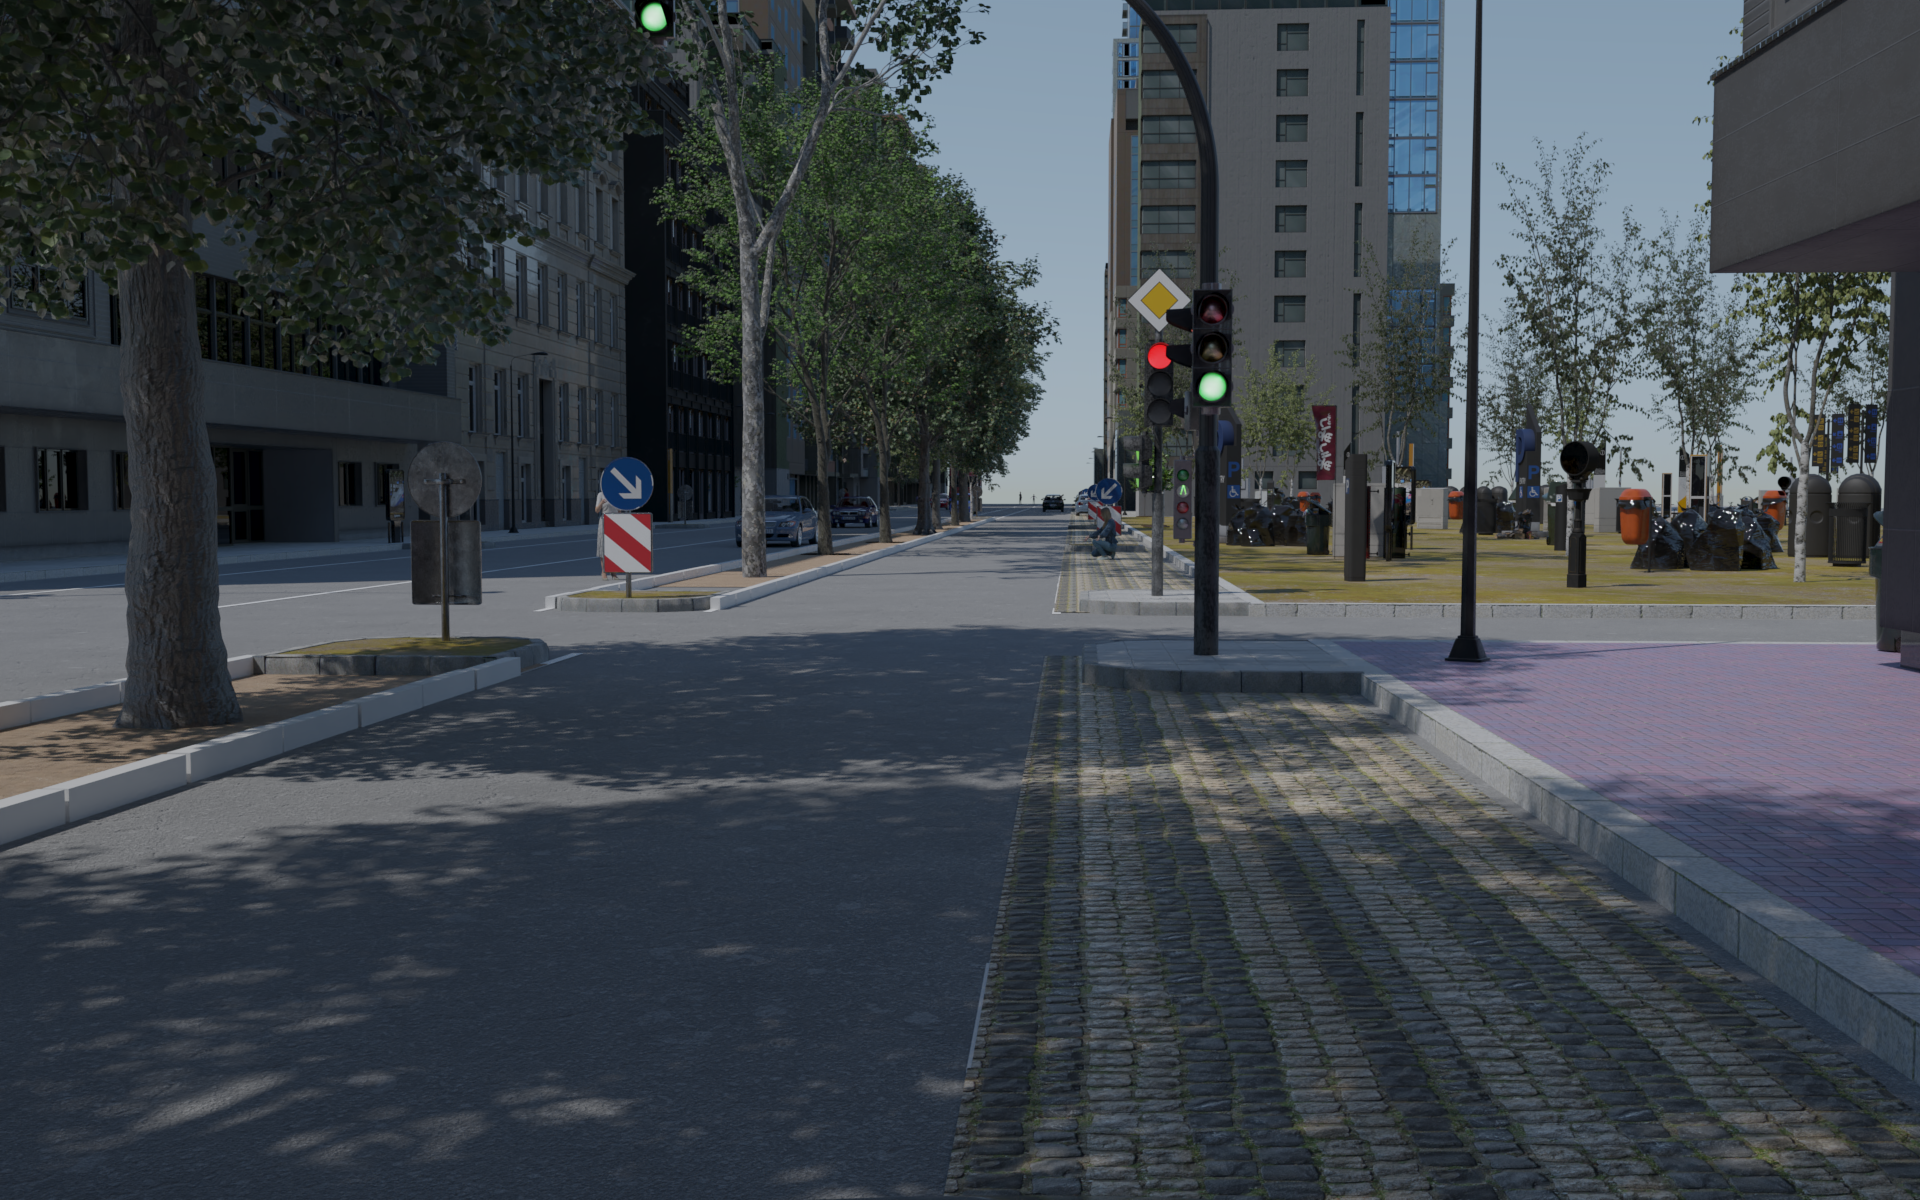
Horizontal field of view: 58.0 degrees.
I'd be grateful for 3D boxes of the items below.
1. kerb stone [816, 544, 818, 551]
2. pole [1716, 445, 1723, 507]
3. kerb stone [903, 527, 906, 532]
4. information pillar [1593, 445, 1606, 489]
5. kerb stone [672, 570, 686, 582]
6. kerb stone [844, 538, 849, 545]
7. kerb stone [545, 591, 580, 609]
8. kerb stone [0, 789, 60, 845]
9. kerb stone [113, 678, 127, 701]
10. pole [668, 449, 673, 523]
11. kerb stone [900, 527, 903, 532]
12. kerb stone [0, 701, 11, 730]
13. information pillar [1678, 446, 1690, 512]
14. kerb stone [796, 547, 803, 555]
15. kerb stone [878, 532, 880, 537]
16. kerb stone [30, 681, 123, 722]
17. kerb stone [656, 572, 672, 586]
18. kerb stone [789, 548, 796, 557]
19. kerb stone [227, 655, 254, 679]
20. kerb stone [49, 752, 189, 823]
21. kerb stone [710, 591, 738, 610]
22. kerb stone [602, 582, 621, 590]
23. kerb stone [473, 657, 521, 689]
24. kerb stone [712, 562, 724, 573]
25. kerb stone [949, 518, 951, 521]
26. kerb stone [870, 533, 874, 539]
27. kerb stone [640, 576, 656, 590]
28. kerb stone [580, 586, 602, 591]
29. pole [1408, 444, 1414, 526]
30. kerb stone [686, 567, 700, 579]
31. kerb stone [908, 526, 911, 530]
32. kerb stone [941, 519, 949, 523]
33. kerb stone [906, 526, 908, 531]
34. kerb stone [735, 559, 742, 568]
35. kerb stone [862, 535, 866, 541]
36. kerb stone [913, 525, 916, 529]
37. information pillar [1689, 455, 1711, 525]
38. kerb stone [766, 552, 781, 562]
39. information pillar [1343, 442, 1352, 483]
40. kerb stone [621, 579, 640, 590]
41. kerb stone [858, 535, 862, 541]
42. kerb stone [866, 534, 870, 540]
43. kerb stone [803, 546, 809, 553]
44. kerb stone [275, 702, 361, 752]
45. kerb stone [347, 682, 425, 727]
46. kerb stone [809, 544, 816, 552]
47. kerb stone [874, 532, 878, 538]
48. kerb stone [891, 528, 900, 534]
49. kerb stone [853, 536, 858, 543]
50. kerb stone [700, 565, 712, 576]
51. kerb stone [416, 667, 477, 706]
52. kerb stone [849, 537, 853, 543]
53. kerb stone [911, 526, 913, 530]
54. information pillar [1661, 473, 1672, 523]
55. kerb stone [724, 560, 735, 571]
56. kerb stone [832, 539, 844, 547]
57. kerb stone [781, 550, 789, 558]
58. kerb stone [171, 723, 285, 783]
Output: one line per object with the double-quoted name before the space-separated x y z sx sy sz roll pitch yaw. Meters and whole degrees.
"kerb stone" -3.664 -1.308 43.589 0.120 0.150 1.000 0 4 4
"pole" 31.483 -4.770 71.839 0.158 3.312 0.155 0 3 0
"kerb stone" -2.241 -2.620 65.052 0.120 0.150 1.000 0 4 4
"information pillar" 27.597 -5.097 74.694 0.504 3.616 0.183 0 4 7
"kerb stone" -4.684 -0.368 28.258 0.120 0.150 1.000 0 4 4
"kerb stone" -3.322 -1.622 48.712 0.120 0.150 1.000 0 4 4
"kerb stone" -5.088 0.004 22.134 0.120 0.150 1.000 0 4 4
"kerb stone" -3.980 0.928 7.029 0.120 0.150 1.000 0 4 4
"kerb stone" -5.740 0.605 12.296 0.120 0.150 1.000 0 4 4
"pole" -13.042 -5.145 77.956 0.158 3.312 0.155 0 3 0
"kerb stone" -2.315 -2.558 64.033 0.120 0.150 1.000 0 4 4
"kerb stone" -5.865 0.730 10.255 0.120 0.150 1.000 0 4 4
"information pillar" 35.269 -5.694 84.448 0.504 3.616 0.183 0 4 4
"kerb stone" -3.873 -1.121 40.524 0.120 0.150 1.000 0 4 4
"kerb stone" -2.781 -2.122 56.885 0.120 0.150 1.000 0 4 4
"kerb stone" -5.803 0.673 11.276 0.120 0.150 1.000 0 4 4
"kerb stone" -4.743 -0.305 27.237 0.120 0.150 1.000 0 4 4
"kerb stone" -3.933 -1.058 39.494 0.120 0.150 1.000 0 4 4
"kerb stone" -5.659 0.543 13.315 0.120 0.150 1.000 0 4 4
"kerb stone" -3.909 0.867 8.049 0.120 0.150 1.000 0 4 4
"kerb stone" -2.994 0.017 21.910 0.120 0.150 1.000 0 4 4
"kerb stone" -4.956 -0.121 24.174 0.120 0.150 1.000 0 4 4
"kerb stone" -3.565 0.558 13.188 0.120 0.150 1.000 0 4 4
"kerb stone" -4.477 -0.555 31.321 0.120 0.150 1.000 0 4 4
"kerb stone" -0.702 -4.057 88.545 0.120 0.150 1.000 0 4 4
"kerb stone" -2.920 -1.994 54.846 0.120 0.150 1.000 0 4 4
"kerb stone" -4.813 -0.246 26.214 0.120 0.150 1.000 0 4 4
"kerb stone" -5.011 -0.053 23.154 0.120 0.150 1.000 0 4 4
"pole" 18.293 -4.673 70.246 0.158 3.312 0.155 0 3 0
"kerb stone" -4.610 -0.433 29.281 0.120 0.150 1.000 0 4 4
"kerb stone" -2.108 -2.746 67.092 0.120 0.150 1.000 0 4 4
"kerb stone" -0.763 -3.996 87.522 0.120 0.150 1.000 0 4 4
"kerb stone" -2.179 -2.684 66.072 0.120 0.150 1.000 0 4 4
"kerb stone" -4.343 -0.680 33.364 0.120 0.150 1.000 0 4 4
"kerb stone" -3.052 -1.872 52.797 0.120 0.150 1.000 0 4 4
"kerb stone" -1.977 -2.871 69.138 0.120 0.150 1.000 0 4 4
"information pillar" 13.799 -1.703 32.338 0.304 2.012 0.304 2 4 34
"kerb stone" -4.071 -0.928 37.447 0.120 0.150 1.000 0 4 4
"information pillar" 17.572 -5.331 78.519 0.183 3.616 0.504 -2 4 -26
"kerb stone" -4.877 -0.183 25.193 0.120 0.150 1.000 0 4 4
"kerb stone" -3.125 -1.809 51.778 0.120 0.150 1.000 0 4 4
"kerb stone" -2.985 -1.934 53.823 0.120 0.150 1.000 0 4 4
"kerb stone" -3.809 -1.180 41.544 0.120 0.150 1.000 0 4 4
"kerb stone" -3.781 0.746 10.117 0.120 0.150 1.000 0 4 4
"kerb stone" -3.703 0.676 11.138 0.120 0.150 1.000 0 4 4
"kerb stone" -3.733 -1.246 42.563 0.120 0.150 1.000 0 4 4
"kerb stone" -2.857 -2.059 55.866 0.120 0.150 1.000 0 4 4
"kerb stone" -2.381 -2.496 63.013 0.120 0.150 1.000 0 4 4
"kerb stone" -3.186 -1.744 50.757 0.120 0.150 1.000 0 4 4
"kerb stone" -4.544 -0.496 30.301 0.120 0.150 1.000 0 4 4
"kerb stone" -3.643 0.613 12.168 0.120 0.150 1.000 0 4 4
"kerb stone" -3.259 -1.684 49.733 0.120 0.150 1.000 0 4 4
"kerb stone" -2.046 -2.808 68.112 0.120 0.150 1.000 0 4 4
"information pillar" 24.567 -3.409 60.233 0.304 2.012 0.304 1 4 15
"kerb stone" -4.408 -0.621 32.344 0.120 0.150 1.000 0 4 4
"kerb stone" -3.394 -1.559 47.690 0.120 0.150 1.000 0 4 4
"kerb stone" -3.998 -0.987 38.471 0.120 0.150 1.000 0 4 4
"kerb stone" -3.841 0.802 9.089 0.120 0.150 1.000 0 4 4
